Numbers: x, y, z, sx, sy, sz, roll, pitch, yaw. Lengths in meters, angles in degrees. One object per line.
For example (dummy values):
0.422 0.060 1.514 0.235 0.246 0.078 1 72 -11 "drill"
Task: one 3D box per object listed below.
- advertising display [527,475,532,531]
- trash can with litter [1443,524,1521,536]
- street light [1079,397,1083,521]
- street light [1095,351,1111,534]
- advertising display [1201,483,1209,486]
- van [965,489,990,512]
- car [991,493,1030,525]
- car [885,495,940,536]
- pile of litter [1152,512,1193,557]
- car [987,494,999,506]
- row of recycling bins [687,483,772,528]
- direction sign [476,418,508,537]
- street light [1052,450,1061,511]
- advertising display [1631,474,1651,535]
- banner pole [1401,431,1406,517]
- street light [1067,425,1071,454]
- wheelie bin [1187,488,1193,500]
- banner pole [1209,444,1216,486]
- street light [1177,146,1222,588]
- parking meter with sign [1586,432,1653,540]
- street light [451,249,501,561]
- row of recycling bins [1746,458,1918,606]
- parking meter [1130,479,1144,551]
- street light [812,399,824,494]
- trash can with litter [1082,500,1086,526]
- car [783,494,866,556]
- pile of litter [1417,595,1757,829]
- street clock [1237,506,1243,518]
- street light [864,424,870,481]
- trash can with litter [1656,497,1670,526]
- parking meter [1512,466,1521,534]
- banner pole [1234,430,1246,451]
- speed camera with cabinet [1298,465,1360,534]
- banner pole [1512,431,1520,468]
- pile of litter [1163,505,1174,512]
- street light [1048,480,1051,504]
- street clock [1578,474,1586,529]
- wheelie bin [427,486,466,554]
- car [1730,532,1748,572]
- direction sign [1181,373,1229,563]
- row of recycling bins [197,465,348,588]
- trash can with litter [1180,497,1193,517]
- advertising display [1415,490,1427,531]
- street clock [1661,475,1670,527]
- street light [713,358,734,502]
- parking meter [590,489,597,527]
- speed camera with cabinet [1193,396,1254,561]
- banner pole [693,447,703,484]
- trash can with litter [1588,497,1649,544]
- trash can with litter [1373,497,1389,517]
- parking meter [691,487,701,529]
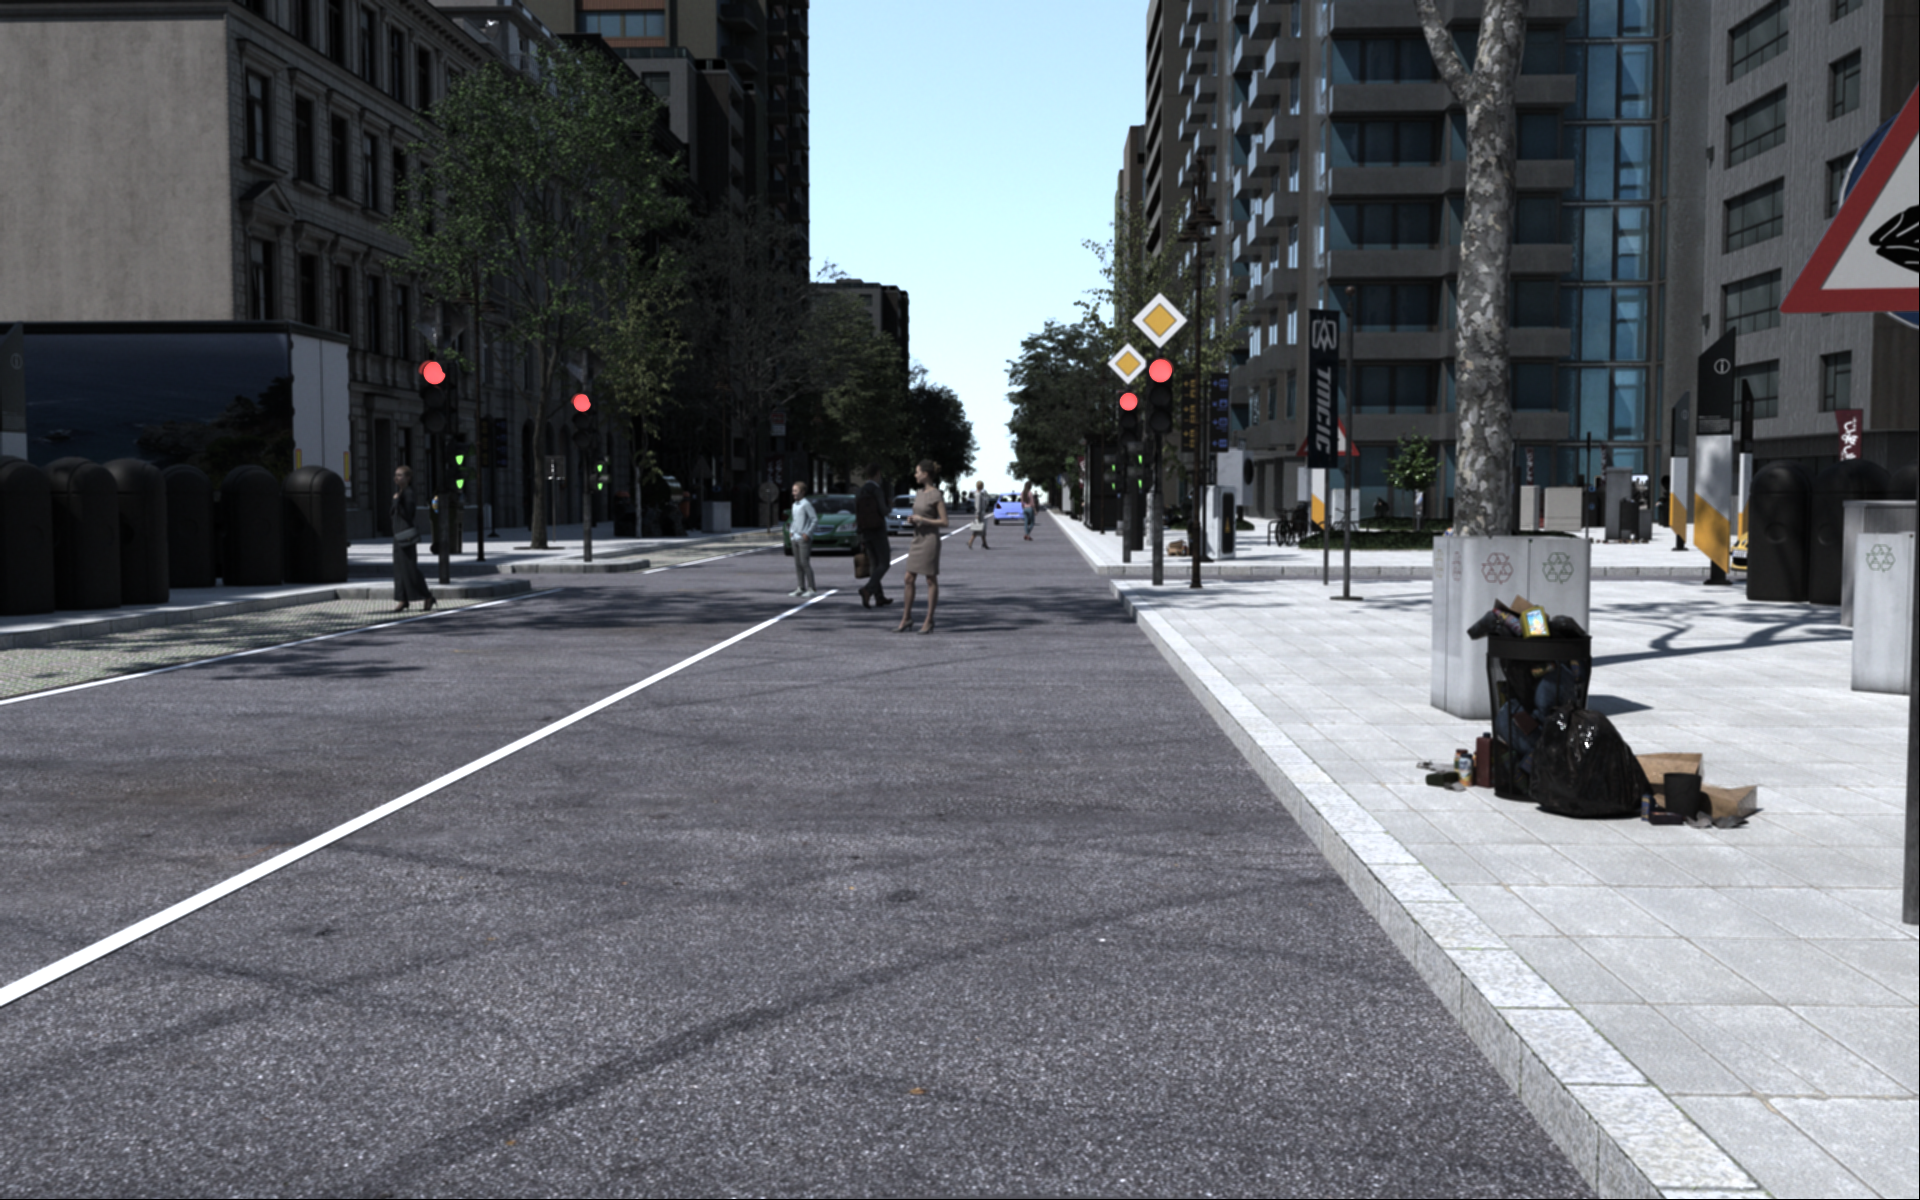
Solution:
-14.949 -3.359 60.141 0.123 1.923 0.974 -1 4 -14 "advertising display"
5.069 -0.297 16.246 1.055 1.170 0.624 -2 4 -28 "trash can with litter"
5.655 -6.629 81.166 0.468 5.910 1.993 0 4 2 "street light"
4.577 -5.053 55.410 0.468 5.910 1.993 0 4 2 "street light"
14.772 -6.080 104.618 0.974 1.923 0.123 -2 4 -26 "advertising display"
1.399 -8.039 138.456 2.013 2.044 4.112 0 4 3 "van"
2.437 -4.376 81.144 1.945 1.707 3.694 0 4 0 "car"
-1.639 -2.959 60.381 2.014 1.417 4.499 0 4 2 "car"
4.801 -1.348 36.013 1.719 0.858 1.176 0 4 2 "pile of litter"
3.477 -10.572 182.633 2.009 1.686 4.222 0 4 1 "car"
-8.937 -3.673 67.166 3.534 1.692 1.069 1 4 15 "row of recycling bins"
-13.904 -3.640 51.519 0.876 3.537 0.379 -2 4 -23 "direction sign"
8.748 -11.278 157.182 0.468 5.910 1.993 0 4 2 "street light"
21.361 -3.036 54.856 0.123 1.923 0.974 -3 5 -43 "advertising display"
17.632 -4.834 69.054 0.401 3.779 0.863 2 4 26 "banner pole"
6.664 -8.191 106.712 0.468 5.910 1.993 0 4 2 "street light"
12.371 -5.142 91.981 0.693 1.594 0.980 0 4 3 "wheelie bin"
11.286 -5.303 76.716 0.863 3.779 0.401 -3 5 -42 "banner pole"
3.225 -3.101 23.482 0.468 5.910 1.993 0 4 2 "street light"
18.365 -3.178 48.220 1.738 3.016 0.543 1 4 22 "parking meter with sign"
-9.157 -3.678 32.928 0.468 5.910 1.993 0 4 2 "street light"
10.647 -0.772 19.737 1.069 1.692 3.534 -2 4 -33 "row of recycling bins"
3.985 -2.050 39.234 0.255 1.863 0.399 2 4 28 "parking meter"
-6.902 -6.829 84.449 0.468 5.910 1.993 0 4 2 "street light"
5.122 -3.551 69.448 0.624 1.170 1.055 0 4 -4 "trash can with litter"
-3.118 -1.831 41.736 2.131 1.459 4.920 0 4 2 "car"
2.656 0.399 7.444 1.176 0.858 1.719 0 4 -5 "pile of litter"
11.289 -3.986 69.741 0.358 2.002 0.471 -3 5 -43 "street clock"
-5.844 -8.356 109.413 0.468 5.910 1.993 0 4 2 "street light"
28.590 -3.609 70.387 0.624 1.170 1.055 1 4 21 "trash can with litter"
11.643 -1.895 36.691 0.399 1.863 0.255 3 4 37 "parking meter"
10.946 -4.766 67.943 0.863 3.779 0.401 -3 4 -37 "banner pole"
11.946 -3.777 56.093 2.038 3.252 0.660 -1 4 -22 "speed camera with cabinet"
22.057 -4.838 69.124 0.863 3.779 0.401 -1 4 -15 "banner pole"
8.380 -3.380 69.225 1.719 0.858 1.176 3 5 40 "pile of litter"
9.845 -12.865 183.135 0.468 5.910 1.993 0 4 2 "street light"
22.961 -3.638 64.055 0.358 2.002 0.471 1 4 19 "street clock"
-11.009 -1.793 37.226 0.693 1.594 0.980 0 4 -1 "wheelie bin"
14.680 -1.098 28.184 3.980 1.641 2.015 0 4 1 "car"
4.592 -2.477 32.500 0.876 3.537 0.379 1 4 10 "direction sign"
-10.355 -1.045 24.205 3.534 1.692 1.069 -3 5 -40 "row of recycling bins"
9.568 -3.695 71.806 0.624 1.170 1.055 -1 4 -19 "trash can with litter"
13.886 -2.877 52.251 0.123 1.923 0.974 0 4 0 "advertising display"
27.221 -3.796 66.638 0.358 2.002 0.471 -2 4 -25 "street clock"
-8.015 -5.268 58.927 0.468 5.910 1.993 0 4 2 "street light"
-14.227 -3.574 66.839 0.372 1.533 0.369 0 3 0 "parking meter"
5.213 -2.435 34.156 0.660 3.252 2.038 2 4 28 "speed camera with cabinet"
-13.873 -6.215 91.632 0.863 3.779 0.401 3 4 37 "banner pole"
17.072 -2.093 45.270 2.233 1.210 1.678 -1 4 -9 "trash can with litter"
16.422 -3.368 66.458 1.055 1.170 0.624 0 4 7 "trash can with litter"
-9.832 -3.437 64.603 0.372 1.533 0.369 0 3 0 "parking meter"
